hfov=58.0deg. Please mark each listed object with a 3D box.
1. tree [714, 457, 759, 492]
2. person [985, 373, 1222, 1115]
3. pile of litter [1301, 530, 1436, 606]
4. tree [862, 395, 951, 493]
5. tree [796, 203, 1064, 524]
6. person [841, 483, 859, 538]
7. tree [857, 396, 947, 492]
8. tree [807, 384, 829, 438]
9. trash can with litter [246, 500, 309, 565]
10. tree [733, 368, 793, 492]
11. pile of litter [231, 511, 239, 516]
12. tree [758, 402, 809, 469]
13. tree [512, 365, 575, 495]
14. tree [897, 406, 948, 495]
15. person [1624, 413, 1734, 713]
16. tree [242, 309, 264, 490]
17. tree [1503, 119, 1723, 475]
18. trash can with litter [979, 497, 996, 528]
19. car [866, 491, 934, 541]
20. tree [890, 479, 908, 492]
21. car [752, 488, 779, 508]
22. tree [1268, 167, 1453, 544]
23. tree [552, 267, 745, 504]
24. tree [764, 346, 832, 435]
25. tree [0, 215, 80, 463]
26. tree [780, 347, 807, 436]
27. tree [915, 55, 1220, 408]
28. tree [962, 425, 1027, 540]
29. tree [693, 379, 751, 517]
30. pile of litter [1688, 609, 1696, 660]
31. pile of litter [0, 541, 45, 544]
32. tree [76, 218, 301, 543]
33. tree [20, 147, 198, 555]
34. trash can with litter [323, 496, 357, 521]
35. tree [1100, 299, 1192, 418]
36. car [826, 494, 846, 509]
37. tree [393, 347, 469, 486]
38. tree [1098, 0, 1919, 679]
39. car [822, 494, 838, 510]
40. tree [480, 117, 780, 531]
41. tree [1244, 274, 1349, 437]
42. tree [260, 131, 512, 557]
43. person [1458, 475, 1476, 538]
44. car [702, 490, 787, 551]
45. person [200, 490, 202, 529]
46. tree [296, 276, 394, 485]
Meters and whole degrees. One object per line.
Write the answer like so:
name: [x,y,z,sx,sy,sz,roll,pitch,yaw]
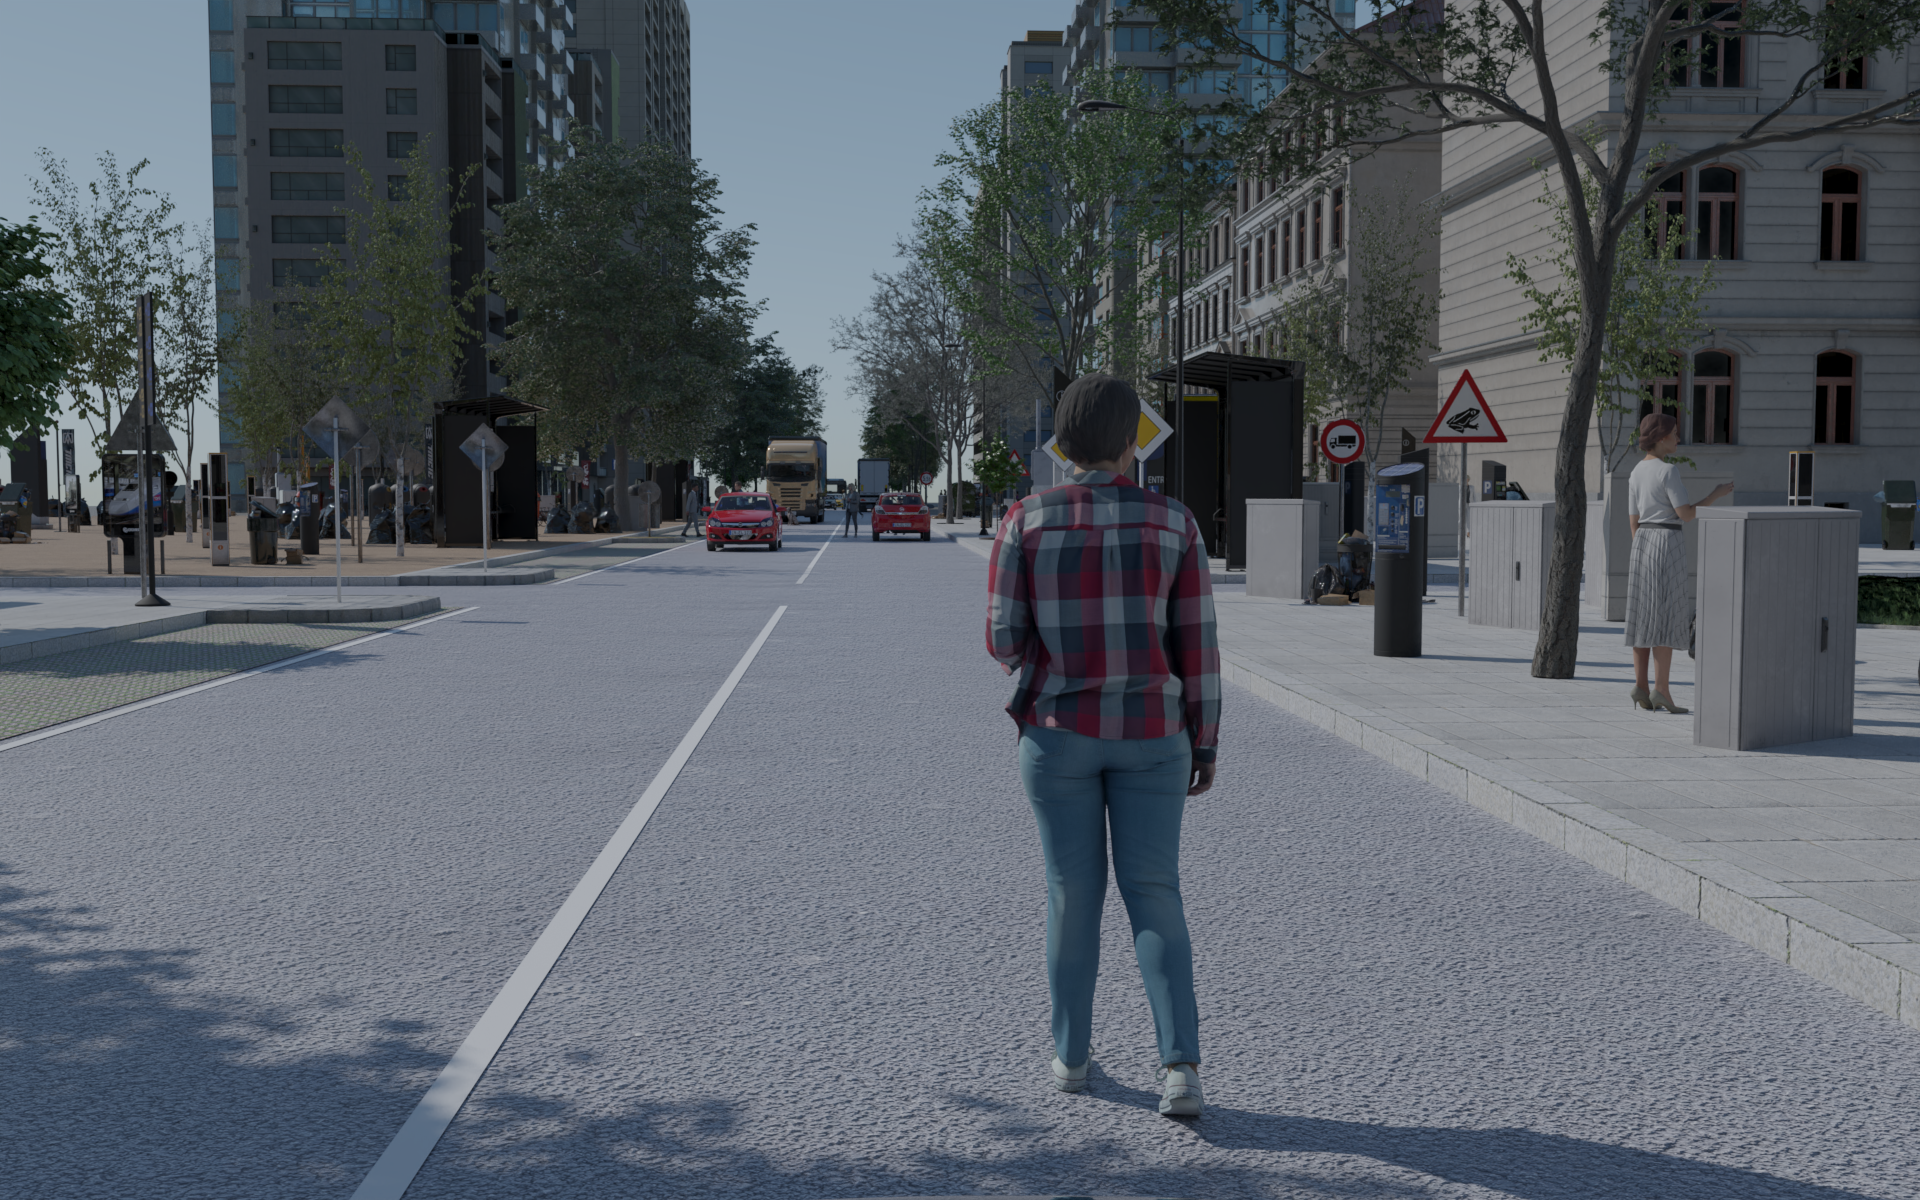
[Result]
tree: [-16.952,-9.041,131.536,4.285,4.588,4.351,0,3,0]
person: [0.341,0.320,4.106,0.563,1.720,0.643,0,4,1]
pile of litter: [4.823,-0.394,20.402,1.719,0.858,1.176,0,4,-4]
tree: [-5.074,-15.689,173.519,9.611,12.733,9.660,0,3,0]
tree: [-0.528,-9.995,73.793,12.009,13.543,11.850,0,3,0]
person: [-3.567,-2.951,56.927,0.537,1.800,0.526,3,5,44]
tree: [-5.963,-17.301,189.521,9.857,13.997,8.962,0,3,0]
tree: [-18.009,-16.251,172.352,9.857,13.997,8.962,0,3,0]
trash can with litter: [-12.463,-1.239,31.645,1.055,1.170,0.624,-1,4,-15]
tree: [-16.620,-13.192,141.445,9.928,11.665,9.643,0,3,0]
pile of litter: [-42.721,-5.322,100.985,1.176,0.858,1.719,1,4,23]
tree: [-20.845,-17.270,200.483,7.486,12.596,7.792,0,3,0]
tree: [-23.240,-8.995,97.435,4.737,8.622,4.395,0,3,0]
tree: [-3.155,-12.019,146.877,4.360,8.622,3.978,0,3,0]
person: [4.199,-0.220,10.202,0.524,1.755,0.480,-1,4,-16]
tree: [-26.887,-7.144,67.173,4.737,8.622,4.395,0,3,0]
tree: [12.804,-5.116,34.009,4.737,8.622,4.395,0,3,0]
trash can with litter: [1.034,-3.294,65.236,0.624,1.170,1.055,0,4,3]
car: [-1.861,-2.754,54.068,2.155,1.783,4.494,0,4,-3]
tree: [-8.361,-15.353,234.729,4.285,4.588,4.351,0,3,0]
car: [-6.566,-2.709,53.891,1.945,1.707,3.694,0,4,-2]
tree: [9.350,-5.462,39.659,4.360,8.622,3.978,0,3,0]
tree: [-12.562,-8.294,70.016,8.767,10.594,7.601,0,4,3]
tree: [-23.544,-22.580,225.069,12.611,20.169,13.585,0,3,0]
tree: [-10.086,-2.013,16.619,4.285,4.588,4.351,0,3,0]
tree: [-14.948,-12.762,115.314,9.857,13.997,8.962,0,3,0]
tree: [2.500,-7.078,41.486,9.928,11.665,9.643,0,3,0]
tree: [1.165,-3.304,48.620,1.663,3.219,1.824,0,3,0]
tree: [-13.891,-8.871,95.400,4.360,8.622,3.978,0,3,0]
pile of litter: [6.275,0.027,13.522,1.719,0.858,1.176,-3,5,-44]
pile of litter: [-24.559,-1.881,44.726,1.719,0.858,1.176,-1,4,-9]
tree: [-20.611,-5.823,45.565,4.360,8.622,3.978,0,3,0]
tree: [-18.100,-5.255,36.289,4.737,8.622,4.395,0,3,0]
trash can with litter: [-29.823,-4.404,83.060,2.233,1.210,1.678,-2,4,-34]
tree: [6.877,-7.024,65.203,4.360,8.622,3.978,0,3,0]
car: [-11.884,-9.505,165.630,2.015,1.641,3.980,0,4,-2]
tree: [-26.394,-8.382,87.401,4.360,8.622,3.978,0,3,0]
tree: [4.310,-4.715,11.495,8.767,10.594,7.601,-2,4,-31]
car: [-11.928,-8.895,155.220,2.009,1.686,4.222,0,4,-4]
tree: [-11.635,-9.368,59.827,9.857,13.997,8.962,0,3,0]
tree: [11.266,-6.620,58.599,4.737,8.622,4.395,0,3,0]
tree: [-11.611,-5.213,35.596,4.737,8.622,4.395,0,3,0]
person: [14.599,-2.701,50.089,0.514,1.842,0.818,-1,4,-12]
car: [-5.552,-2.188,44.817,2.155,1.783,4.494,0,4,-4]
person: [-26.647,-3.383,61.224,0.638,1.841,0.748,2,4,30]
tree: [-21.641,-6.532,57.165,4.360,8.622,3.978,0,3,0]
